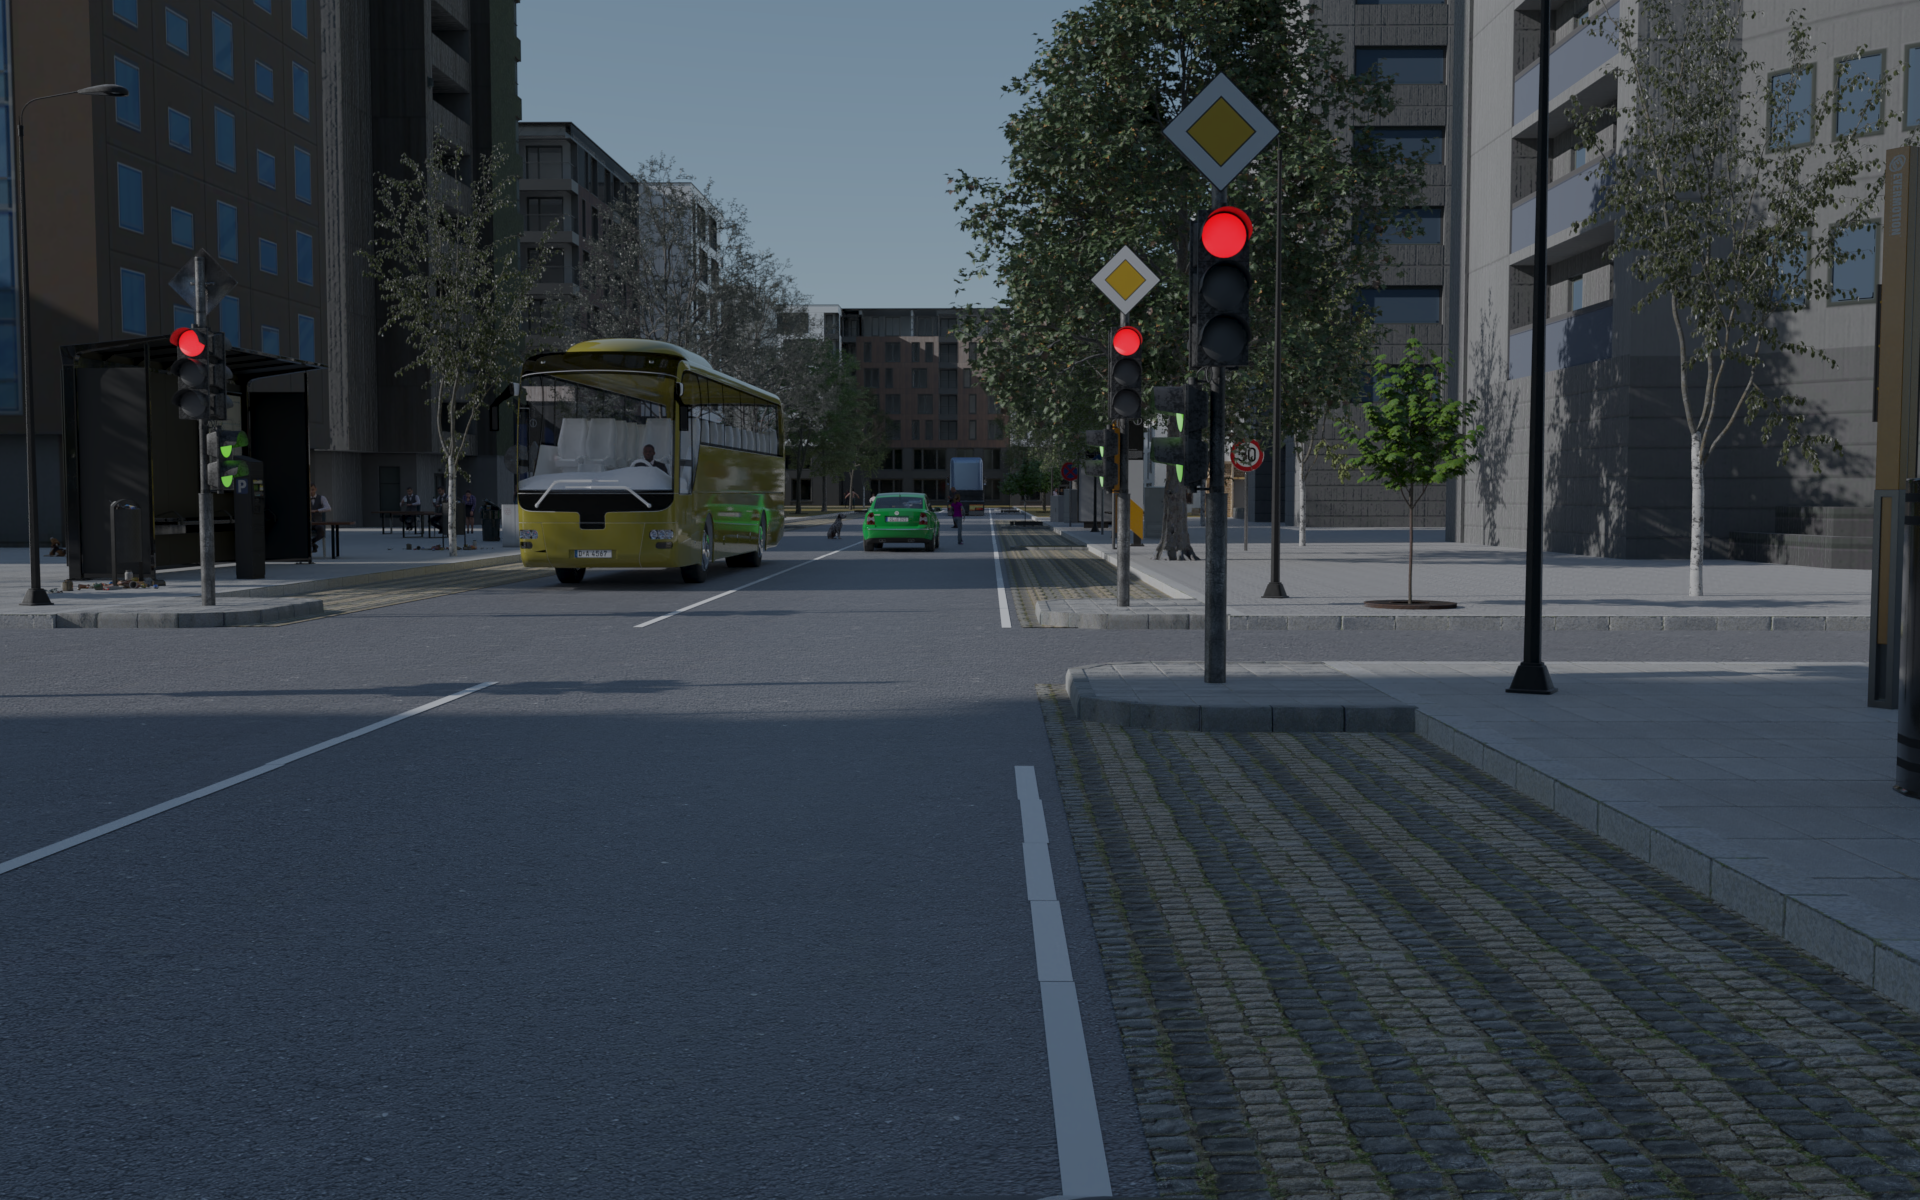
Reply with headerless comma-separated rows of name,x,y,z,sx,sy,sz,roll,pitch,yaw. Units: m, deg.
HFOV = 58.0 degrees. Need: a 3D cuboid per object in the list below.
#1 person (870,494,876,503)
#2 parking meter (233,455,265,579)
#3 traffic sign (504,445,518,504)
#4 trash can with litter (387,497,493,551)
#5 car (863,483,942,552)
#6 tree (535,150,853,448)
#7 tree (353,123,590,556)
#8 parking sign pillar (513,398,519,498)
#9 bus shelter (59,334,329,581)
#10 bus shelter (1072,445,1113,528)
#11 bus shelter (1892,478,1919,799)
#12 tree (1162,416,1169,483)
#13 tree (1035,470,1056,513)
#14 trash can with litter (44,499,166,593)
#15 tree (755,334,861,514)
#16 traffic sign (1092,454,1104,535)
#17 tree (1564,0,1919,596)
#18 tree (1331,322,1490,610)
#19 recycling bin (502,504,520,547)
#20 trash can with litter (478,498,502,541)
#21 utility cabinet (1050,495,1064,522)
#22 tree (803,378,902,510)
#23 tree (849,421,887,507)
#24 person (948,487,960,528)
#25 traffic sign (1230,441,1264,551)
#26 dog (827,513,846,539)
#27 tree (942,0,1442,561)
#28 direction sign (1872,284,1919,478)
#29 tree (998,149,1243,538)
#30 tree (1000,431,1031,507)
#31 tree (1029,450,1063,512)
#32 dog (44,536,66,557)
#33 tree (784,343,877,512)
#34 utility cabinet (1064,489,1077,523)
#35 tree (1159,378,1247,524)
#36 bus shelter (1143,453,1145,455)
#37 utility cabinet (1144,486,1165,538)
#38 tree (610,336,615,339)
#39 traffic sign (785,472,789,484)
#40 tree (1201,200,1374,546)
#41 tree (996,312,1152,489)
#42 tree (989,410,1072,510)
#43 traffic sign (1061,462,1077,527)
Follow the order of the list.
person,-4.358,-4.716,88.798,0.628,1.438,0.799,-3,5,-40
parking meter,-10.720,-1.250,26.144,0.399,1.863,0.255,1,4,22
traffic sign,-11.363,-2.720,44.581,0.768,2.556,0.104,0,4,3
trash can with litter,-12.023,-1.764,39.900,2.233,1.210,1.678,0,4,-1
car,-1.468,-2.186,44.532,1.959,1.807,4.718,0,4,2
tree,-10.395,-9.330,62.912,12.009,13.543,11.850,0,3,0
tree,-10.249,-5.211,35.555,4.360,8.622,3.978,0,3,0
parking sign pillar,-11.799,-3.665,48.400,1.447,3.967,1.447,-1,4,-13
bus shelter,-12.406,-2.283,28.609,1.731,3.624,6.357,0,4,1
bus shelter,5.161,-4.201,62.604,2.014,3.302,5.546,0,4,1
bus shelter,4.137,-1.567,3.248,2.179,5.291,8.768,0,4,1
tree,9.644,-7.218,68.369,4.737,8.622,4.395,0,3,0
tree,5.782,-7.490,117.055,1.663,3.219,1.824,0,3,0
trash can with litter,-11.675,-0.761,23.495,1.678,1.210,2.233,1,4,16
tree,-10.151,-11.289,110.335,9.928,11.665,9.643,0,3,0
traffic sign,4.500,-3.337,54.662,0.768,2.556,0.104,0,4,5
tree,9.287,-4.341,21.332,4.360,8.622,3.978,0,3,0
tree,4.990,-1.527,19.576,1.663,3.219,1.824,0,3,0
recycling bin,-10.611,-1.797,41.934,0.722,1.027,0.722,1,4,11
trash can with litter,-12.496,-2.179,47.016,1.055,1.170,0.624,-2,4,-23
utility cabinet,4.462,-4.191,79.680,0.306,1.237,1.020,-1,4,-19
tree,-8.872,-12.544,139.499,8.767,10.594,7.601,0,4,0
tree,-8.959,-13.165,165.604,4.737,8.622,4.395,0,3,0
person,-0.258,-3.908,73.079,0.565,1.739,0.600,3,4,37
traffic sign,6.475,-2.389,39.160,0.768,2.556,0.104,0,4,5
dog,-4.027,-2.363,55.472,0.513,0.831,0.800,-2,4,-29
tree,4.211,-7.111,33.266,9.611,12.733,9.660,0,3,0
direction sign,10.319,-1.634,18.718,0.876,3.537,0.379,0,4,8
tree,4.791,-8.059,49.895,7.486,12.596,7.792,0,3,0
tree,6.004,-13.156,165.458,4.360,8.622,3.978,0,3,0
tree,6.350,-8.779,127.249,4.285,4.588,4.351,0,3,0
dog,-18.501,-1.081,35.414,0.550,0.427,0.748,-1,4,-18
tree,-10.037,-12.789,127.220,7.486,12.596,7.792,0,3,0
utility cabinet,5.005,-4.144,76.433,0.318,1.500,1.173,2,4,33
tree,10.281,-7.553,73.853,4.360,8.622,3.978,0,3,0
bus shelter,6.163,-4.634,69.690,2.014,3.302,5.546,0,4,1
utility cabinet,5.785,-2.489,49.375,0.318,1.500,1.173,-3,5,-43
tree,-15.719,-7.671,75.789,4.360,8.622,3.978,0,3,0
traffic sign,-9.653,-5.741,93.976,0.768,2.556,0.104,0,4,5
tree,8.370,-5.624,42.322,4.737,8.622,4.395,0,3,0
tree,5.826,-10.901,84.883,9.857,13.997,8.962,0,3,0
tree,6.576,-12.607,140.532,7.601,10.594,8.767,2,4,31
traffic sign,4.327,-4.144,67.859,0.768,2.556,0.104,0,4,5
